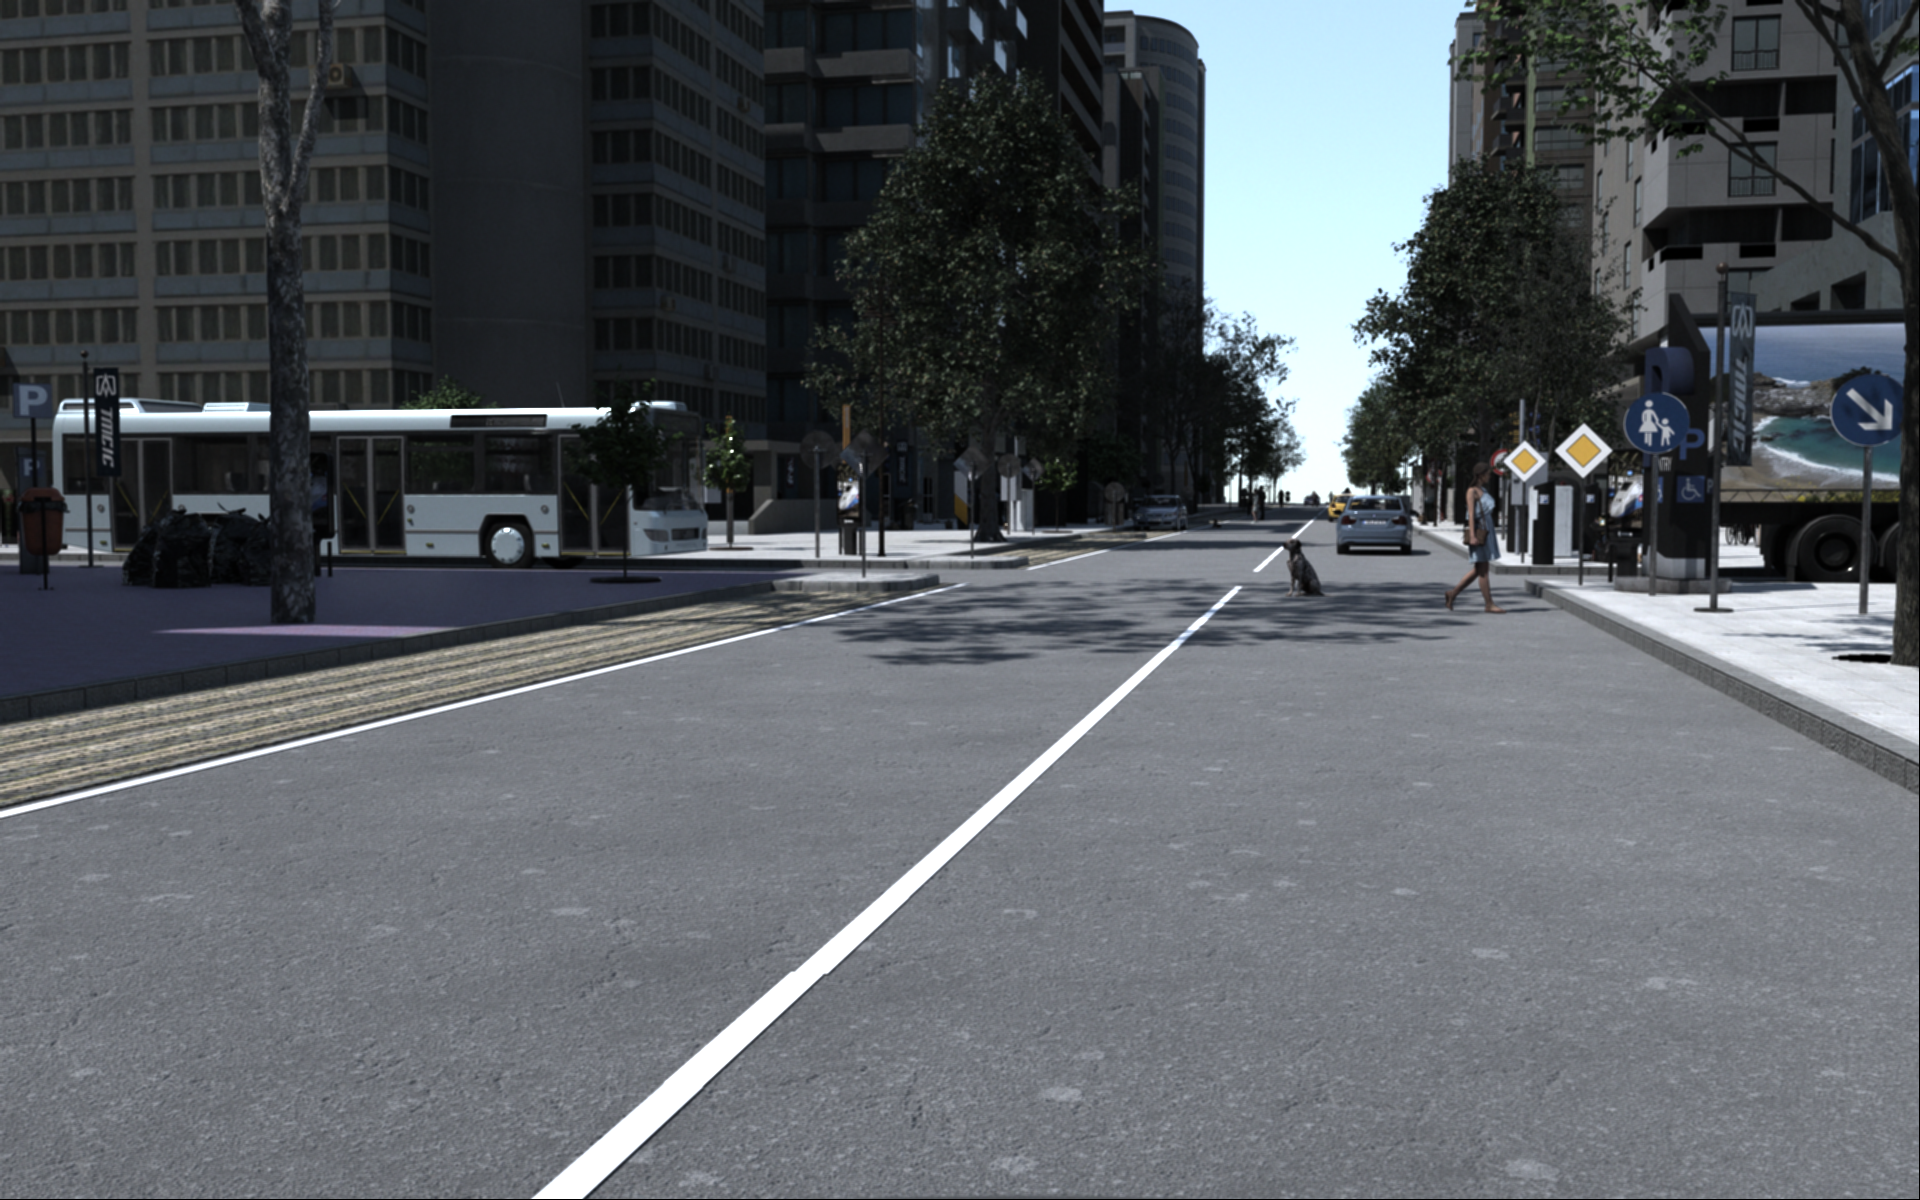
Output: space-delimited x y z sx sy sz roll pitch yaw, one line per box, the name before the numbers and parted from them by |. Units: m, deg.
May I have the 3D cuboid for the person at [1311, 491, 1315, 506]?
person | 43.636 -12.576 214.097 1.348 1.826 0.705 3 5 43

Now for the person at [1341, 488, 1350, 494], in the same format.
person | 21.604 -5.410 97.226 0.793 1.790 0.793 -3 5 -39

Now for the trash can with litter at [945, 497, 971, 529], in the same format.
trash can with litter | -0.113 -3.178 63.342 1.055 1.170 0.624 0 4 1

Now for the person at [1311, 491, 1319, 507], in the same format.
person | 39.624 -11.261 193.172 0.990 1.755 0.434 0 4 -2

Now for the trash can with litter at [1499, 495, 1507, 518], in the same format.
trash can with litter | 28.758 -4.924 91.566 1.678 1.210 2.233 -2 4 -33

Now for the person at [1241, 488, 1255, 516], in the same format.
person | 18.738 -6.304 111.584 1.348 1.823 0.705 0 3 0

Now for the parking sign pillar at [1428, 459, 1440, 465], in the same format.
parking sign pillar | 27.874 -6.958 102.240 1.447 3.967 1.447 0 4 -5

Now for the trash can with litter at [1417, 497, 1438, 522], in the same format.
trash can with litter | 21.333 -4.128 78.881 1.055 1.170 0.624 -3 5 -40

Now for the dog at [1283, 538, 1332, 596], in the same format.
dog | 4.941 -0.458 24.319 0.800 0.831 0.513 1 4 11

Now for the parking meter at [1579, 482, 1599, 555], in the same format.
parking meter | 13.389 -1.741 36.882 0.372 1.533 0.369 0 3 0

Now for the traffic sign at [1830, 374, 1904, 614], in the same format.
traffic sign | 9.654 -1.121 18.434 0.768 2.556 0.104 1 4 21

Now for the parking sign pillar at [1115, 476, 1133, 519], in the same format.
parking sign pillar | 8.501 -6.214 90.064 1.447 3.967 1.447 2 4 29

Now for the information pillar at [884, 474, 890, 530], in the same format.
information pillar | -2.650 -3.516 61.973 0.304 2.012 0.304 0 4 -3

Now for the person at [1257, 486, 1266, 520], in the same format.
person | 16.550 -5.347 95.286 0.474 1.900 0.648 2 4 24

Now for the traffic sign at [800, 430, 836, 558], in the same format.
traffic sign | -2.860 -2.116 34.706 0.768 2.556 0.104 1 4 15

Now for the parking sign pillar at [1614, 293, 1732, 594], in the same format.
parking sign pillar | 9.389 -2.095 22.719 1.447 3.967 1.447 0 4 5

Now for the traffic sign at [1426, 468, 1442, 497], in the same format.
traffic sign | 22.672 -5.065 82.917 0.768 2.556 0.104 1 4 16

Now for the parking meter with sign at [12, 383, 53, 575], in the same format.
parking meter with sign | -15.005 -1.943 28.022 0.543 3.016 1.738 -2 4 -30

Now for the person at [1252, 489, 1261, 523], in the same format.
person | 14.525 -4.622 85.080 0.522 1.701 0.512 0 4 -3

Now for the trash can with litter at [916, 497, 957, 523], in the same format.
trash can with litter | -1.111 -4.000 76.460 2.233 1.210 1.678 2 4 28

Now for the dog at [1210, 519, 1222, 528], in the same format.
dog | 10.766 -3.230 73.000 0.550 0.427 0.748 1 4 19

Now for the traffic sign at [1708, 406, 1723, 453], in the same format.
traffic sign | 10.134 -1.462 24.007 0.768 2.556 0.104 1 4 20

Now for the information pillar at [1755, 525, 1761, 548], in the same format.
information pillar | 19.320 -2.269 41.588 0.304 2.012 0.304 0 4 7

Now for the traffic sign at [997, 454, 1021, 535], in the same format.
traffic sign | 1.529 -3.326 54.493 0.768 2.556 0.104 1 4 17

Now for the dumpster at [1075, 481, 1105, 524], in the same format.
dumpster | 5.630 -4.279 75.712 1.264 1.857 1.865 1 4 12

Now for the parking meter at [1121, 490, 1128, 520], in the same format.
parking meter | 8.226 -4.778 86.525 0.372 1.533 0.369 0 3 0

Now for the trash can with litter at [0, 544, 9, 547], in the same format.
trash can with litter | -23.719 -1.858 41.436 1.678 1.210 2.233 0 4 -6

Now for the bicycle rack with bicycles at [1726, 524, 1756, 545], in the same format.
bicycle rack with bicycles | 19.740 -1.923 44.819 2.925 0.926 2.852 -3 5 -43

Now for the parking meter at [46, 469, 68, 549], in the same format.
parking meter | -20.900 -2.105 40.129 0.399 1.863 0.255 -1 4 -15

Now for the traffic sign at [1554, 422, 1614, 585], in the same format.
traffic sign | 8.723 -1.263 24.290 0.795 2.450 0.064 1 4 12

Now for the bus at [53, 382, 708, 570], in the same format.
bus | -10.614 -2.326 32.897 13.247 3.499 2.948 1 4 13

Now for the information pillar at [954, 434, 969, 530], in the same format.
information pillar | 0.046 -4.317 61.930 0.504 3.616 0.183 1 4 23

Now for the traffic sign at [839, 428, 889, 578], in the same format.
traffic sign | -1.473 -1.401 26.550 0.795 2.450 0.064 1 4 12

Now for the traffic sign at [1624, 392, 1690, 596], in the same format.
traffic sign | 8.732 -1.325 21.768 0.768 2.556 0.104 1 4 20

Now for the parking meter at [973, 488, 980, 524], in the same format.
parking meter | 0.828 -3.984 73.554 0.372 1.533 0.369 0 3 0

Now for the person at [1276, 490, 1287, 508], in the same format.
person | 33.654 -10.587 181.224 1.348 1.869 0.705 3 5 44

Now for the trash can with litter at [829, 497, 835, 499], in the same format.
trash can with litter | -5.604 -3.999 76.763 0.624 1.170 1.055 1 4 11

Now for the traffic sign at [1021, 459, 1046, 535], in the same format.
traffic sign | 2.295 -3.231 54.017 0.795 2.450 0.064 1 4 14

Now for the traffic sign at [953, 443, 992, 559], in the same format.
traffic sign | 0.246 -1.878 34.348 0.795 2.450 0.064 1 4 12

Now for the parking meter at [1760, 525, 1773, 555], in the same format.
parking meter | 17.089 -1.719 36.515 0.372 1.533 0.369 0 3 0

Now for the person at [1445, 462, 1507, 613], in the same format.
person | 6.217 -0.753 20.903 0.778 1.811 0.616 3 4 38

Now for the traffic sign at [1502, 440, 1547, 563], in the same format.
traffic sign | 10.442 -1.740 32.089 0.795 2.450 0.064 1 4 12

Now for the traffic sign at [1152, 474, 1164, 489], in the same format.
traffic sign | 12.372 -6.610 108.180 0.768 2.556 0.104 1 4 19

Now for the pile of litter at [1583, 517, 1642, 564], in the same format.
pile of litter | 12.336 -1.138 32.575 1.176 0.858 1.719 1 4 8

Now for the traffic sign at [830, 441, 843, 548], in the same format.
traffic sign | -2.786 -2.528 41.438 0.768 2.556 0.104 1 4 17

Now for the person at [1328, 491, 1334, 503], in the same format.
person | 46.366 -12.704 216.290 1.350 1.814 0.705 -2 4 -34

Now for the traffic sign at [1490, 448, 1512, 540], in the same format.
traffic sign | 15.155 -2.945 48.257 0.768 2.556 0.104 1 4 17

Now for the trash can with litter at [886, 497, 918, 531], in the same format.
trash can with litter | -2.045 -3.031 60.952 1.055 1.170 0.624 -2 4 -31

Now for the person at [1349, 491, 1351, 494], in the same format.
person | 35.012 -8.975 156.037 0.742 1.727 0.445 -1 4 -18

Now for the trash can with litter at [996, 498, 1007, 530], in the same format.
trash can with litter | 1.980 -3.047 61.200 1.055 1.170 0.624 1 4 21

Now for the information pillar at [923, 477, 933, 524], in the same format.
information pillar | -1.373 -4.238 73.785 0.304 2.012 0.304 2 4 35

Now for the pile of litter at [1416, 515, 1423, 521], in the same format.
pile of litter | 22.778 -4.290 84.098 1.719 0.858 1.176 -1 4 -19
